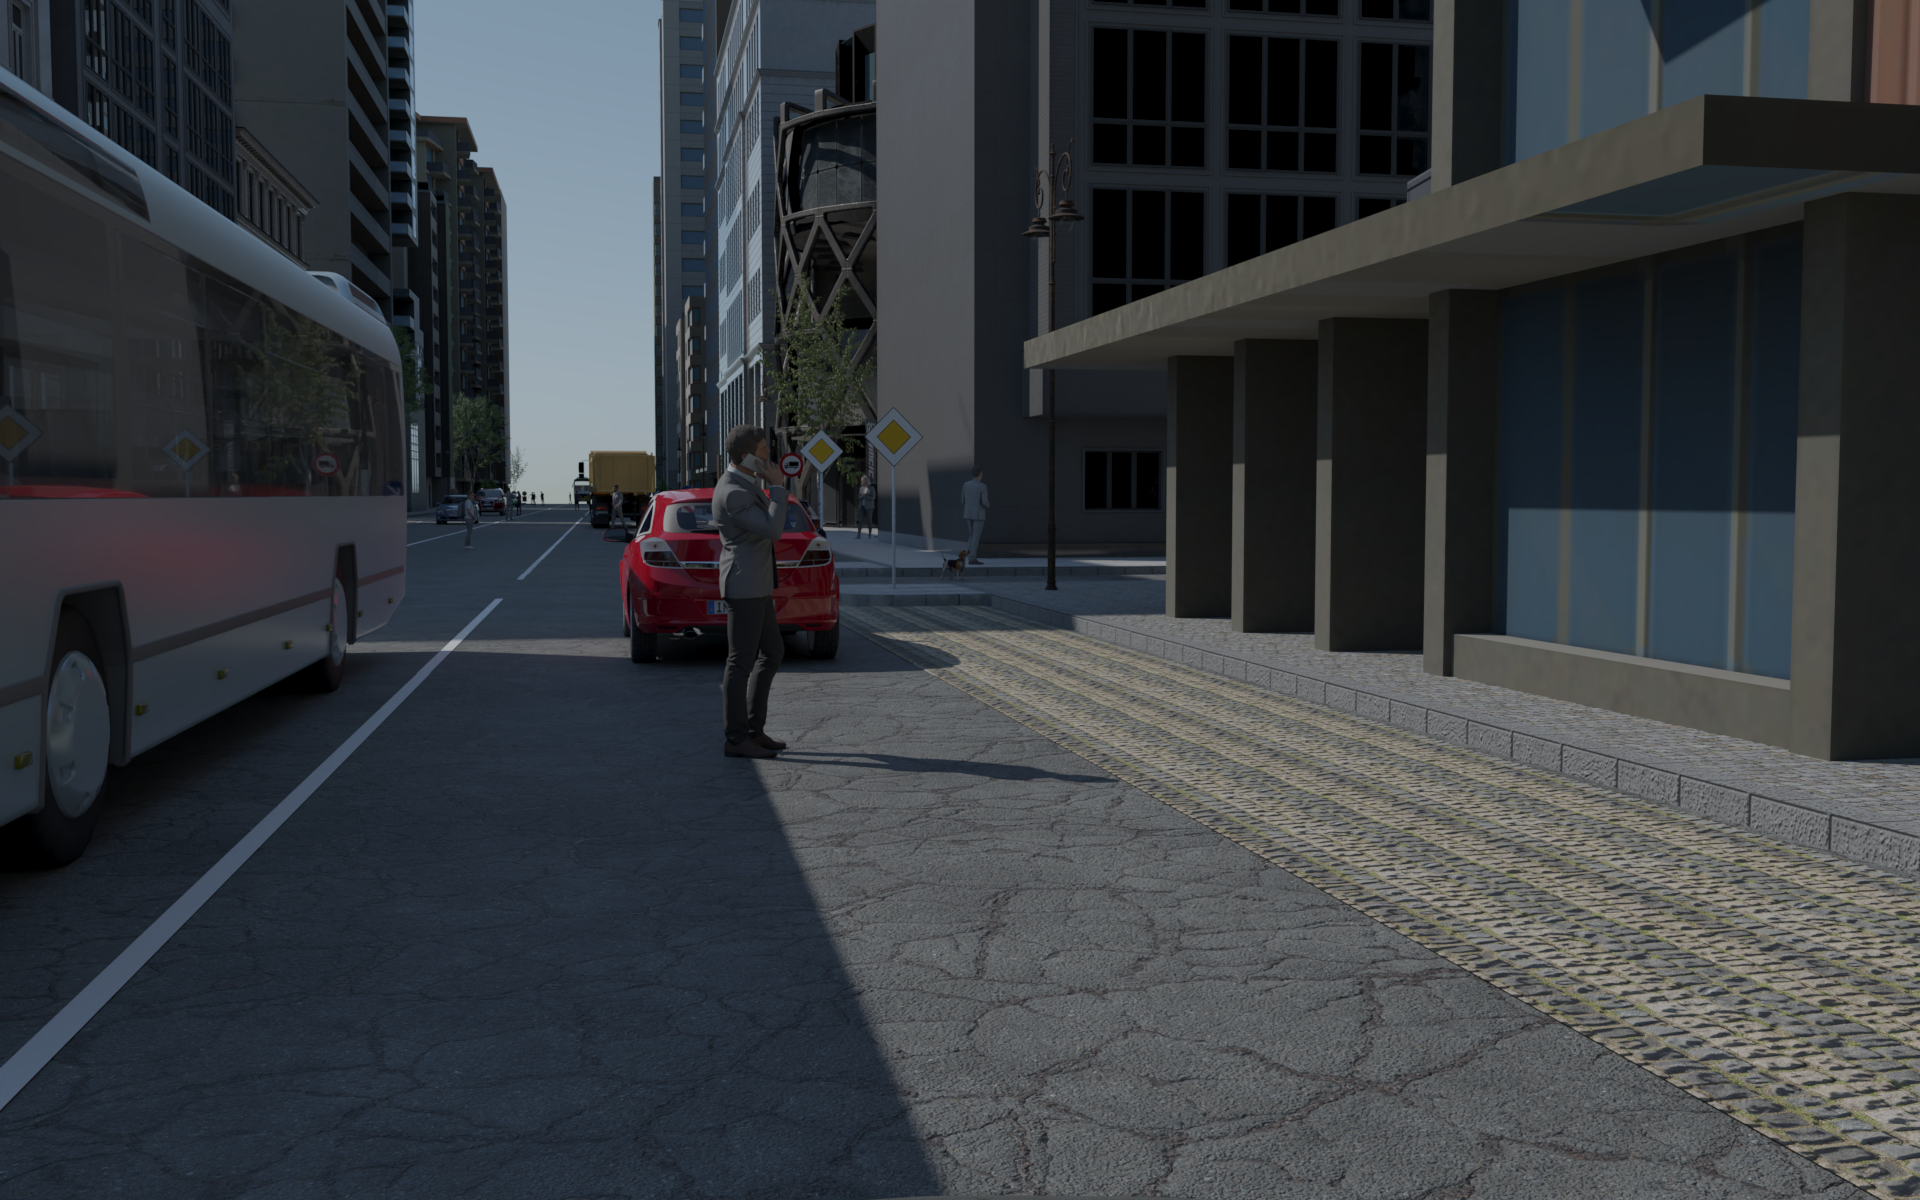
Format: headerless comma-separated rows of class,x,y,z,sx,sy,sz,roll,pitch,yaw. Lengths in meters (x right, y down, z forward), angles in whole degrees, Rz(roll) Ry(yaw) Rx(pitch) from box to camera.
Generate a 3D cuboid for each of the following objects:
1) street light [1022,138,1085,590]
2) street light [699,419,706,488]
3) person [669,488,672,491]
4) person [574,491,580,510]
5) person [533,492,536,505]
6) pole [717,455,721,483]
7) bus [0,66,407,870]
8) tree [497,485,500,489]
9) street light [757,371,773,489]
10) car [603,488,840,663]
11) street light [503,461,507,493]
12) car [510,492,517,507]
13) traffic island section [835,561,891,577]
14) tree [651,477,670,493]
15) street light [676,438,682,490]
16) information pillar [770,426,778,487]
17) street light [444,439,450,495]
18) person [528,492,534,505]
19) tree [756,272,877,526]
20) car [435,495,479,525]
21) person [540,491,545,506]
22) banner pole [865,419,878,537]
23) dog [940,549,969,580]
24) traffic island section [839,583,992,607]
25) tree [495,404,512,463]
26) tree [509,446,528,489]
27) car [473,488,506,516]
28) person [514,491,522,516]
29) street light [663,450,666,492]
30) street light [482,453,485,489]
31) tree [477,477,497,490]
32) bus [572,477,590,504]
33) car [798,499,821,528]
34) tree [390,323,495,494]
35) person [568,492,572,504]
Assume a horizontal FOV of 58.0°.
street light,1.224,-3.071,23.001,0.468,5.910,1.993,-1,4,-11
street light,-15.515,-8.072,104.769,0.468,5.910,1.993,-1,4,-11
person,-27.463,-9.706,164.359,1.348,1.869,0.705,-1,4,-13
person,-35.084,-9.131,158.705,0.541,1.710,0.530,-1,4,-17
person,-54.156,-12.901,220.350,0.530,1.710,0.541,0,4,3
pole,-12.437,-5.850,89.492,0.158,3.312,0.155,0,3,0
bus,-5.128,-0.876,9.178,2.948,3.499,13.247,-1,4,-11
tree,-53.647,-12.505,199.058,1.663,3.219,1.824,0,3,0
street light,-7.370,-5.665,65.407,0.468,5.910,1.993,-1,4,-11
car,-2.260,-0.446,16.332,2.155,1.783,4.494,-1,4,-12
street light,-59.007,-15.413,224.795,0.468,5.910,1.993,-1,4,-11
car,-49.990,-11.225,192.329,1.959,1.807,4.718,-1,4,-11
traffic island section,-2.443,-0.546,31.209,2.009,0.180,2.903,-1,4,-11
tree,-32.620,-11.948,189.949,1.663,3.219,1.824,0,3,0
street light,-22.730,-10.251,140.388,0.468,5.910,1.993,-1,4,-11
information pillar,-6.469,-4.206,60.128,0.183,3.616,0.504,1,4,18
street light,-42.185,-10.389,142.655,0.468,5.910,1.993,-1,4,-11
person,-54.710,-12.996,221.694,1.217,1.735,0.721,-2,4,-35
tree,-4.642,-6.531,57.142,4.737,8.622,4.395,0,3,0
car,-24.109,-4.353,83.182,2.014,1.417,4.499,-1,4,-11
person,-50.458,-12.242,209.105,0.683,1.767,0.568,1,4,22
banner pole,-2.512,-3.732,51.042,0.401,3.779,0.863,3,5,40
dog,-0.096,-0.592,28.971,0.540,0.507,0.406,0,4,5
traffic island section,-0.847,-0.067,23.384,2.009,0.180,2.903,-1,4,-11
tree,-49.142,-15.215,174.522,9.928,11.665,9.643,0,3,0
tree,-66.489,-18.842,258.435,4.360,8.622,3.978,0,3,0
car,-31.332,-6.536,115.539,2.281,1.827,5.304,-1,4,-11
person,-29.100,-6.360,113.962,0.593,1.643,0.415,1,4,18
street light,-30.672,-12.662,179.817,0.468,5.910,1.993,-1,4,-11
street light,-50.737,-12.968,184.818,0.468,5.910,1.993,-1,4,-11
tree,-51.750,-11.850,188.356,1.663,3.219,1.824,0,3,0
bus,-54.261,-15.746,248.996,2.896,3.916,12.252,-1,4,-12
car,-4.176,-1.629,39.208,1.945,1.354,3.894,-1,4,-13
tree,-33.257,-10.439,96.436,9.928,11.665,9.643,0,3,0
person,-58.405,-15.293,259.454,0.530,1.710,0.541,-1,4,-17
